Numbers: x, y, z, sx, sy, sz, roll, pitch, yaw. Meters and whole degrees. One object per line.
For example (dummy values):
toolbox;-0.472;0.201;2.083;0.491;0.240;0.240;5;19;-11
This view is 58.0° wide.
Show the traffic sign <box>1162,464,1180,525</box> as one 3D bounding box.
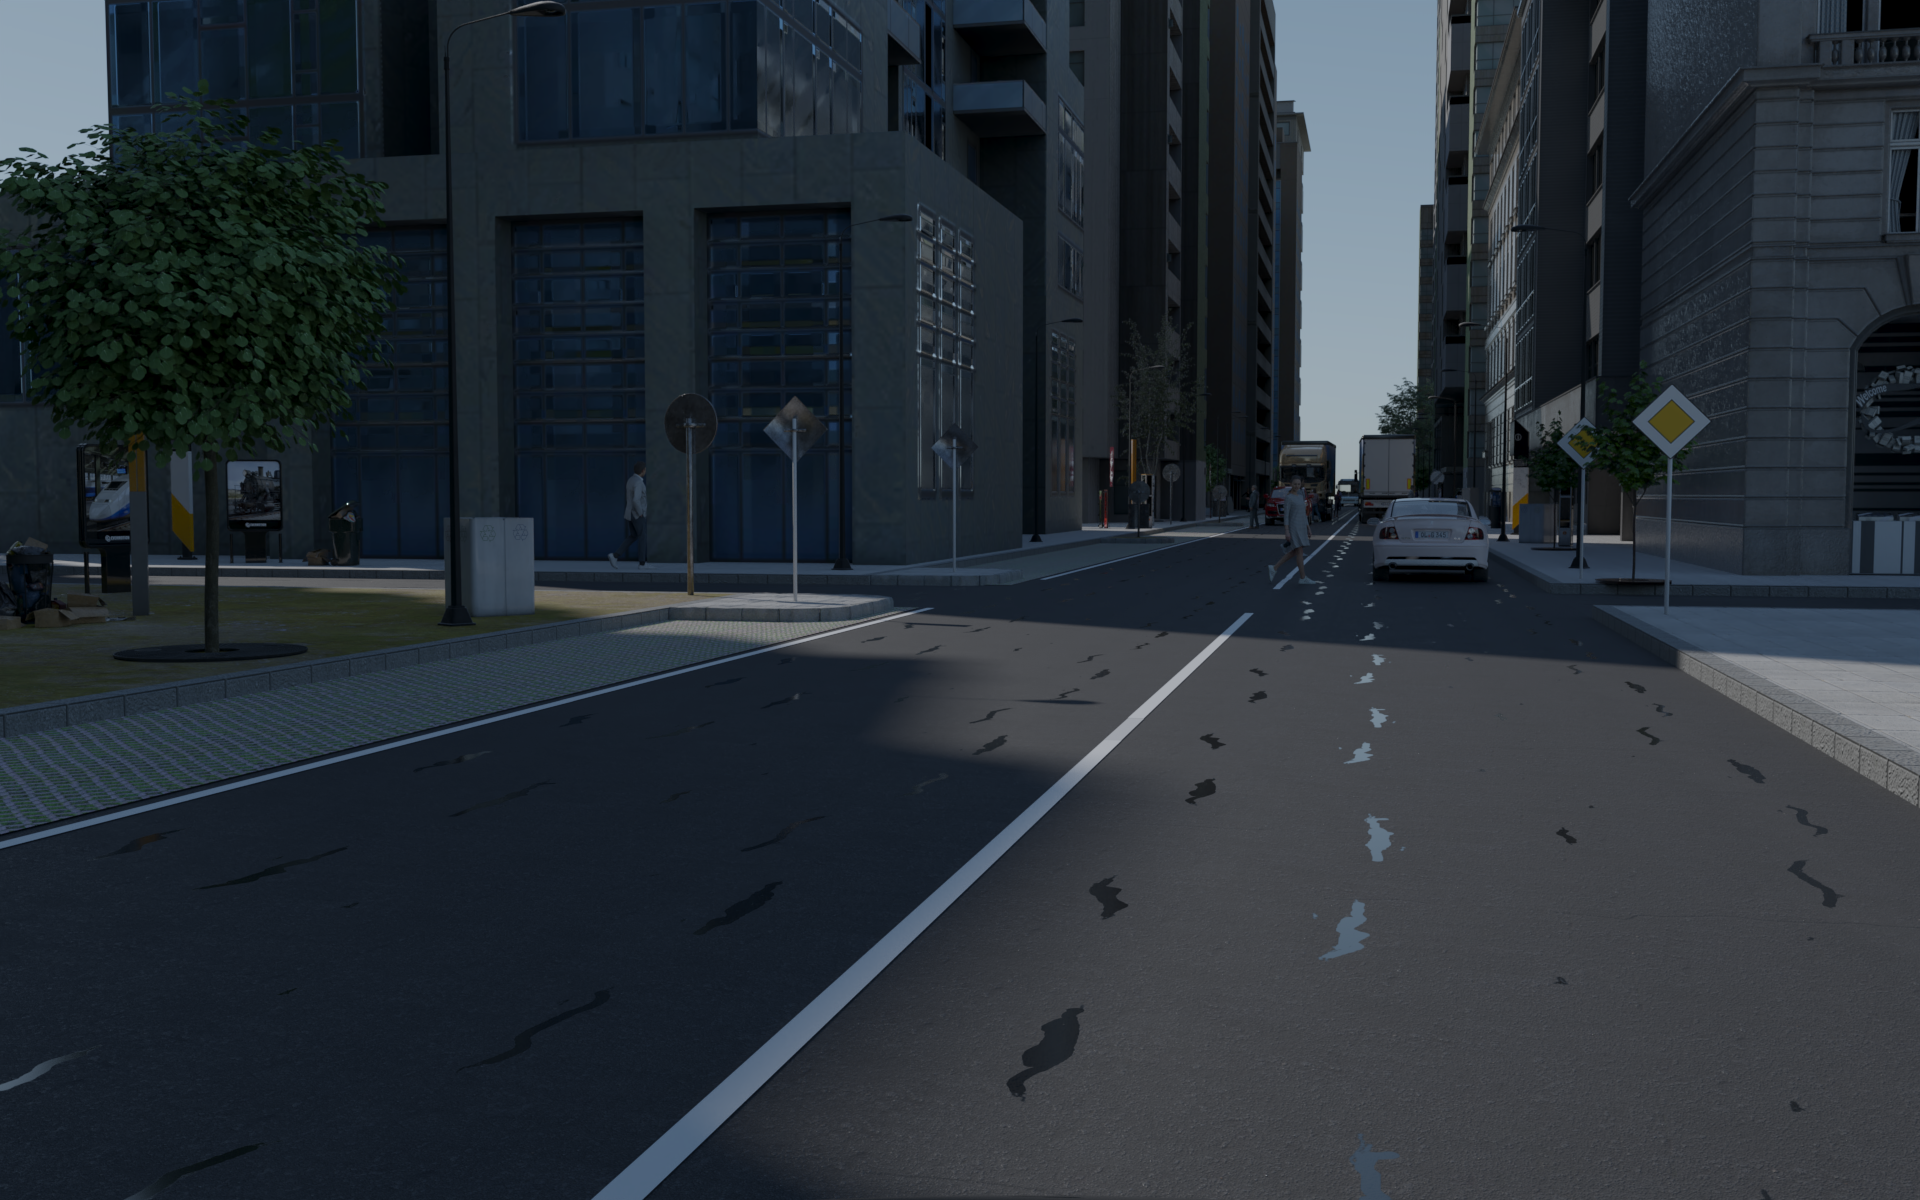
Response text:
traffic sign;8.867;-4.444;72.767;0.768;2.556;0.104;1;4;20

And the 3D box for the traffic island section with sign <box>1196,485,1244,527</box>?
traffic island section with sign;11.562;-4.174;76.876;1.989;1.847;2.006;1;4;14

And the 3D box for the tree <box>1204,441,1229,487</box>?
tree;13.966;-7.152;100.650;4.285;4.588;4.351;0;3;0

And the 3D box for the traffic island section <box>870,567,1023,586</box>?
traffic island section;-0.129;-0.381;28.503;2.009;0.180;2.903;1;4;14

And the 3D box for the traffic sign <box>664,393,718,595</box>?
traffic sign;-3.420;-1.334;21.917;0.768;2.556;0.104;1;4;21

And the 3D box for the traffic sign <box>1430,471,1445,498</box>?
traffic sign;26.101;-5.790;94.773;0.768;2.556;0.104;1;4;16

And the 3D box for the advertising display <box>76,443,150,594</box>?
advertising display;-10.980;-1.057;22.488;0.123;1.923;0.974;2;4;26

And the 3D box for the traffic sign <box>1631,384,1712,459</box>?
traffic sign;7.538;-0.989;18.357;0.795;2.593;0.064;1;4;14

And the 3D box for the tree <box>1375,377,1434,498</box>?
tree;50.033;-17.261;188.874;9.857;13.997;8.962;0;3;0

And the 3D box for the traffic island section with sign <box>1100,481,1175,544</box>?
traffic island section with sign;5.236;-2.571;50.671;1.989;1.847;2.006;1;4;14

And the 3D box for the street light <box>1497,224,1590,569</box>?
street light;10.179;-3.508;29.889;1.470;5.913;1.316;1;4;14

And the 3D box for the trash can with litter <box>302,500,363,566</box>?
trash can with litter;-11.234;-1.198;30.974;1.055;1.170;0.624;0;4;3

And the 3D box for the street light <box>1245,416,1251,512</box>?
street light;16.482;-8.002;103.375;1.470;5.913;1.316;1;4;14

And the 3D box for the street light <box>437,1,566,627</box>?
street light;-4.396;-2.696;16.620;1.470;5.913;1.316;1;4;14

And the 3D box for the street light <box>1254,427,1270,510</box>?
street light;20.787;-9.075;120.918;1.470;5.913;1.316;1;4;14

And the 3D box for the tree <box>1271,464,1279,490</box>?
tree;32.659;-11.827;177.089;4.285;4.588;4.351;0;3;0

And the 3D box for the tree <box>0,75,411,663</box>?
tree;-6.029;-1.832;13.660;4.285;4.588;4.351;0;3;0

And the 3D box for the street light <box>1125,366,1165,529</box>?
street light;6.721;-5.526;62.898;1.470;5.913;1.316;1;4;14

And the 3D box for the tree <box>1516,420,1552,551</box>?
tree;13.572;-2.739;39.378;1.663;3.219;1.824;0;3;0

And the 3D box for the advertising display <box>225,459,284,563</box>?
advertising display;-13.094;-1.648;32.164;0.974;1.923;0.123;-1;4;-15

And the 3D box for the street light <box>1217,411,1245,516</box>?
street light;14.985;-7.611;96.977;1.470;5.913;1.316;1;4;14

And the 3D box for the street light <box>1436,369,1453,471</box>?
street light;18.481;-5.599;64.087;1.470;5.913;1.316;1;4;14

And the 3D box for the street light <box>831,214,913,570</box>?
street light;-1.468;-3.452;28.987;1.470;5.913;1.316;1;4;14

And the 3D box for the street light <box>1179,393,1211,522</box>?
street light;10.889;-6.574;80.021;1.470;5.913;1.316;1;4;14

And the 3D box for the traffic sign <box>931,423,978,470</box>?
traffic sign;-0.104;-1.605;28.430;0.795;2.593;0.064;1;4;14

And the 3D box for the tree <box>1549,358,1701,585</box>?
tree;9.759;-1.840;24.686;1.663;3.219;1.824;0;3;0

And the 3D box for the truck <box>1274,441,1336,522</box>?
truck;18.683;-6.374;93.130;2.839;4.237;11.283;1;4;15

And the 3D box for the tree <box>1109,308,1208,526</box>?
tree;7.806;-7.292;69.590;4.360;8.622;3.978;0;3;0

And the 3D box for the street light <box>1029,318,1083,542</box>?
street light;2.556;-4.490;45.960;1.470;5.913;1.316;1;4;14

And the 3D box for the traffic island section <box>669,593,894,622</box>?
traffic island section;-2.004;0.094;20.740;2.009;0.180;2.903;1;4;14

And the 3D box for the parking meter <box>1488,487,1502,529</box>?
parking meter;19.992;-3.435;64.574;0.372;1.533;0.369;0;3;0

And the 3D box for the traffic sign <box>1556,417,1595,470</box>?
traffic sign;9.413;-1.464;26.119;0.795;2.593;0.064;1;4;14

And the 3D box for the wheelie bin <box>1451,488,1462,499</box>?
wheelie bin;28.192;-5.512;98.021;0.693;1.594;0.980;0;4;0

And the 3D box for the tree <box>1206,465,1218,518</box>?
tree;13.367;-6.124;94.725;1.663;3.219;1.824;0;3;0

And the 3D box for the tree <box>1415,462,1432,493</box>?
tree;52.025;-13.086;197.674;4.285;4.588;4.351;0;3;0

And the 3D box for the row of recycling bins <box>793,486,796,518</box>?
row of recycling bins;-8.531;-4.814;85.820;3.534;1.692;1.069;-2;4;-35

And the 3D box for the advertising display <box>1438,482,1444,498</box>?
advertising display;25.902;-5.391;93.348;0.123;1.923;0.974;0;4;5

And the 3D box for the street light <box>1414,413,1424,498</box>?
street light;26.898;-7.746;99.182;1.470;5.913;1.316;1;4;14

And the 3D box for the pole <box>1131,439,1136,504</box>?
pole;6.480;-4.336;64.729;0.158;3.312;0.155;0;3;0

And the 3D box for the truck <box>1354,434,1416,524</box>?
truck;21.314;-5.997;86.959;2.839;4.237;11.283;1;4;12

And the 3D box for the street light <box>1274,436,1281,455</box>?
street light;24.886;-10.125;138.083;1.470;5.913;1.316;1;4;14

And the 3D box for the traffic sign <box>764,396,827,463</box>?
traffic sign;-1.979;-1.130;20.668;0.795;2.593;0.064;1;4;14

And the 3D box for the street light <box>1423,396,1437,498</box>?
street light;22.899;-6.704;82.150;1.470;5.913;1.316;1;4;14

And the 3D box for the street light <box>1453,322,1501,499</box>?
street light;14.184;-4.546;46.866;1.470;5.913;1.316;1;4;14
